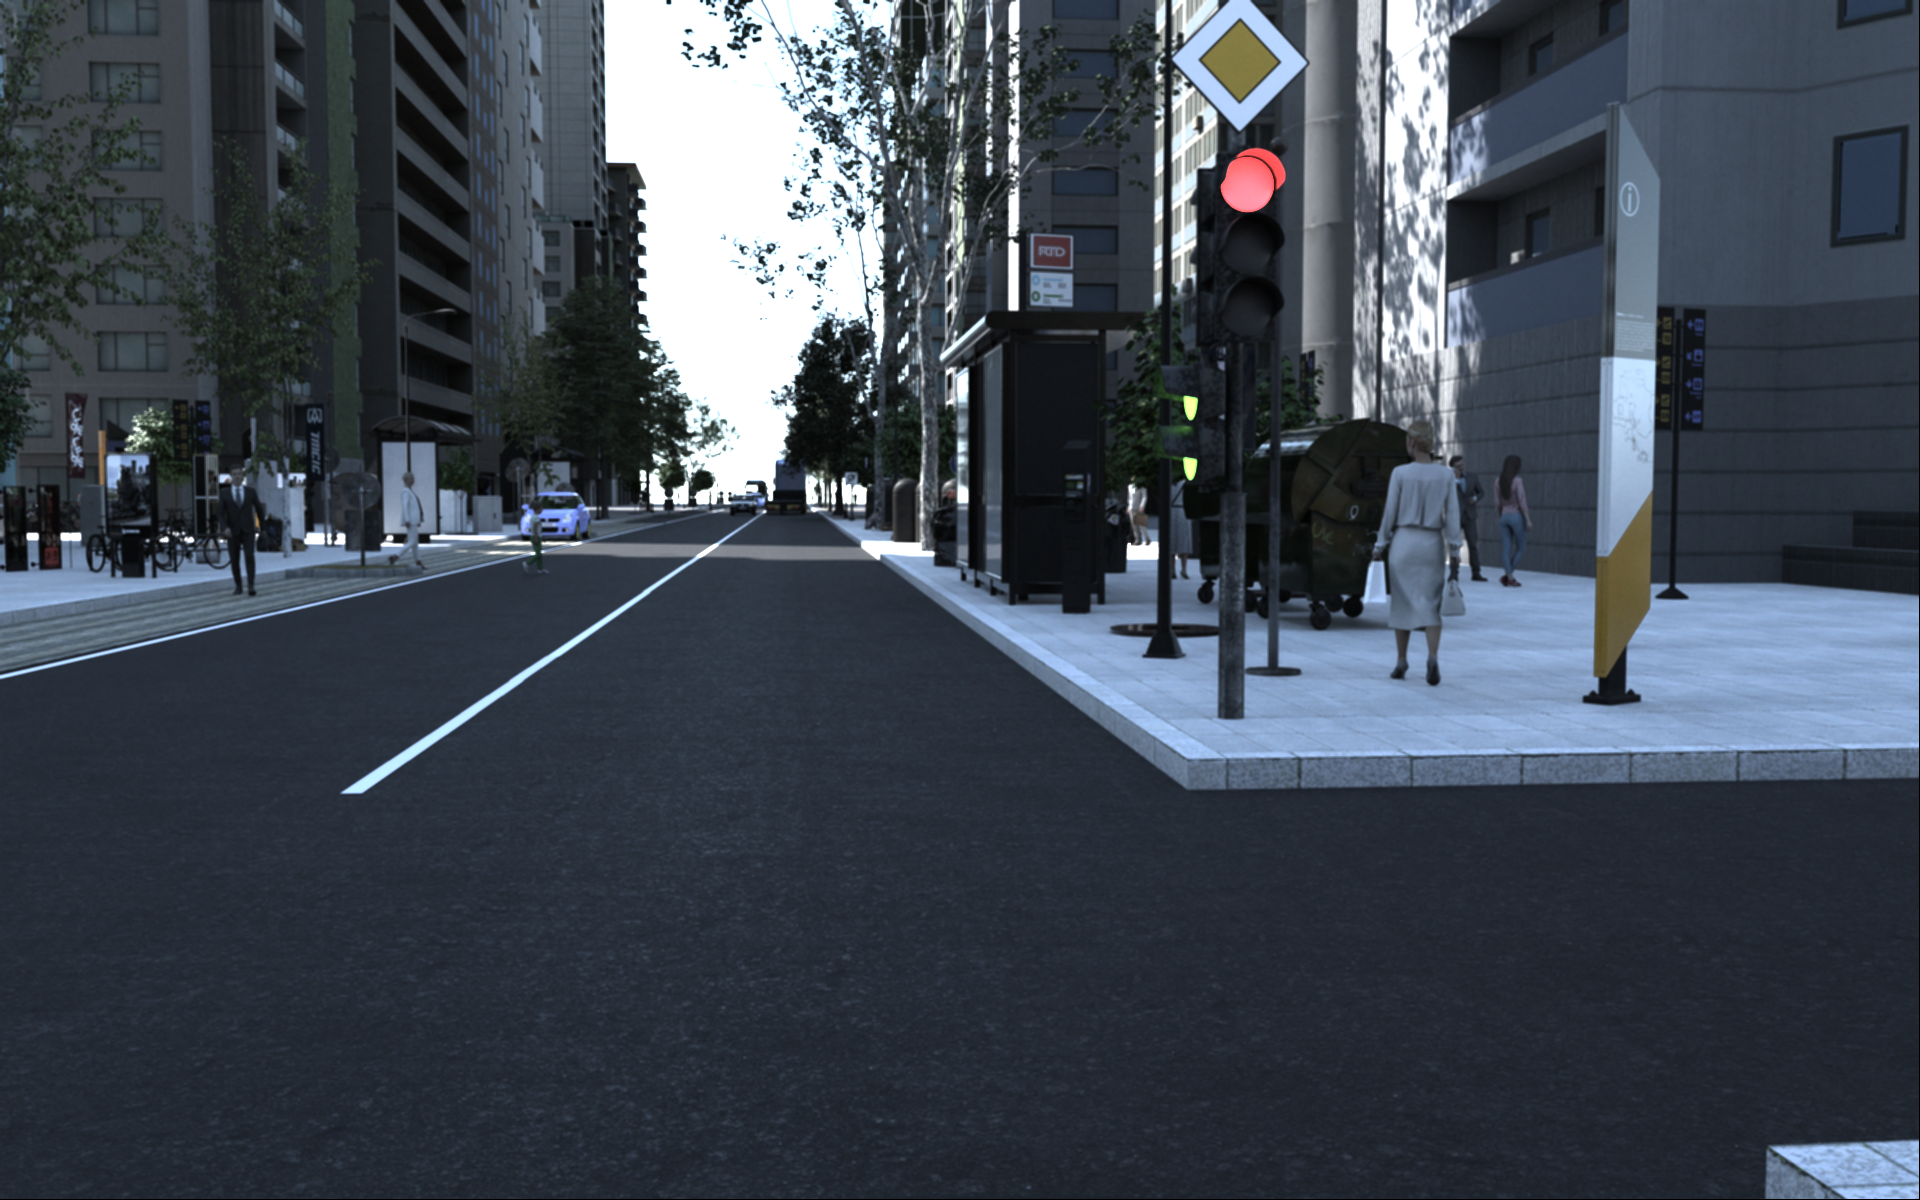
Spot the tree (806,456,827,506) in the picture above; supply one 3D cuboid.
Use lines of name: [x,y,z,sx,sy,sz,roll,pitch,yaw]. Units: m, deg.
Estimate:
tree: [-16.065,-14.858,193.283,4.737,8.622,4.395,0,3,0]

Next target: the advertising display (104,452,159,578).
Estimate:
advertising display: [-12.709,-1.307,26.577,0.974,1.923,0.123,1,4,22]

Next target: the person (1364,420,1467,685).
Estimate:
person: [3.085,-0.328,11.756,0.694,1.780,0.624,1,4,18]

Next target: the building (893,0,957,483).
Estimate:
building: [-0.320,-48.562,232.234,20.563,71.187,20.611,0,4,-6]

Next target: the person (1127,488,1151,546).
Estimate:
person: [4.361,-2.233,42.671,0.709,1.813,0.853,3,5,41]

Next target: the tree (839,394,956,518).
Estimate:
tree: [-1.147,-4.286,53.787,4.285,4.588,4.351,0,3,0]

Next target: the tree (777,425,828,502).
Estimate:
tree: [-18.195,-19.017,221.290,12.009,13.543,11.850,0,3,0]

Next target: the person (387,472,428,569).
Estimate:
person: [-10.372,-1.474,32.476,0.818,1.842,0.514,-2,4,-35]

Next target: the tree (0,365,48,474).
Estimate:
tree: [-19.721,-3.072,33.943,4.285,4.588,4.351,0,3,0]

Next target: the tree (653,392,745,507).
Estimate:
tree: [-26.949,-15.116,172.905,9.928,11.665,9.643,0,3,0]

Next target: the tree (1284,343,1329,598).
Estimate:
tree: [3.931,-1.664,21.811,1.663,3.219,1.824,0,3,0]

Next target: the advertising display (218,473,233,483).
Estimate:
advertising display: [-22.119,-2.888,52.433,0.123,1.923,0.974,1,4,20]

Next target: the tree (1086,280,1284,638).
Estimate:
tree: [1.892,-1.294,15.755,1.663,3.219,1.824,0,3,0]

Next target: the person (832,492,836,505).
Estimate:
person: [-14.378,-11.966,201.787,1.348,1.812,0.705,2,4,27]

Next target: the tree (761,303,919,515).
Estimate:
tree: [-7.216,-11.454,104.280,9.611,12.733,9.660,0,3,0]

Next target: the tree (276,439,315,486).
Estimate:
tree: [-23.405,-4.052,60.857,1.663,3.219,1.824,0,3,0]

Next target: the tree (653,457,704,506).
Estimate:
tree: [-24.599,-10.001,147.223,4.285,4.588,4.351,0,3,0]

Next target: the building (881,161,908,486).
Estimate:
building: [-2.806,-32.533,215.508,14.154,41.232,14.086,0,4,-6]

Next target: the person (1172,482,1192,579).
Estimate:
person: [3.362,-1.198,26.200,0.480,1.755,0.524,2,4,29]

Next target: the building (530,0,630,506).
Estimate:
building: [-48.668,-46.393,196.780,20.563,71.187,20.611,0,4,-6]

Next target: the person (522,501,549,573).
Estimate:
person: [-7.647,-1.125,31.138,0.306,1.304,0.590,3,5,40]

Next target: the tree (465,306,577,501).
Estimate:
tree: [-16.696,-7.137,67.055,4.737,8.622,4.395,0,3,0]

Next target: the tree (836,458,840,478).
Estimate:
tree: [-5.096,-6.770,94.401,4.285,4.588,4.351,0,3,0]

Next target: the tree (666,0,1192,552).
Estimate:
tree: [-0.879,-11.057,36.670,12.611,20.169,13.585,0,3,0]

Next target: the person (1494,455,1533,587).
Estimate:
person: [7.645,-1.092,23.900,0.388,1.821,0.555,-3,5,-44]

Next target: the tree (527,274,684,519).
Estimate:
tree: [-18.987,-10.520,90.124,7.486,12.596,7.792,0,3,0]

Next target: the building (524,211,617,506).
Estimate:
building: [-43.848,-25.023,180.833,14.160,30.474,14.107,0,4,-6]

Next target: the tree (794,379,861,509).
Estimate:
tree: [-10.996,-13.904,145.454,7.486,12.596,7.792,0,3,0]

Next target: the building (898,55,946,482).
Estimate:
building: [4.688,-35.096,193.434,23.786,49.044,30.456,0,4,-6]

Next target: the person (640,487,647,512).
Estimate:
person: [-22.826,-7.252,125.056,0.683,1.767,0.568,1,4,22]

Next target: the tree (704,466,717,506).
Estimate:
tree: [-28.921,-12.890,194.467,4.285,4.588,4.351,0,3,0]

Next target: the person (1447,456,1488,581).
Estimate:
person: [7.444,-1.202,25.507,0.655,1.846,0.447,0,4,5]

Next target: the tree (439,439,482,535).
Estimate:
tree: [-15.685,-3.677,54.728,1.663,3.219,1.824,0,3,0]

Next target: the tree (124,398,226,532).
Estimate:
tree: [-26.804,-4.608,59.062,4.285,4.588,4.351,0,3,0]

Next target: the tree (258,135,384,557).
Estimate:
tree: [-13.864,-5.164,34.798,4.737,8.622,4.395,0,3,0]

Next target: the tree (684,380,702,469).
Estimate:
tree: [-22.835,-12.837,128.005,7.486,12.596,7.792,0,3,0]

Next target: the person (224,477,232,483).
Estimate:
person: [-21.309,-2.680,50.340,0.782,1.767,0.515,-2,4,-25]

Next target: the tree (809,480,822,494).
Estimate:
tree: [-17.464,-13.393,213.578,1.663,3.219,1.824,0,3,0]

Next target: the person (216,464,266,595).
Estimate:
person: [-10.126,-0.987,24.422,0.659,1.850,0.755,-2,4,-24]

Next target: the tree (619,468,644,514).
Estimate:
tree: [-21.088,-7.214,112.558,1.663,3.219,1.824,0,3,0]

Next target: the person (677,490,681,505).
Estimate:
person: [-31.664,-11.558,194.956,0.705,1.831,1.348,0,4,2]

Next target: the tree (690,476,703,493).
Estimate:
tree: [-27.887,-11.446,181.746,1.663,3.219,1.824,0,3,0]

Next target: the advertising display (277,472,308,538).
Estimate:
advertising display: [-19.309,-2.739,49.994,0.123,1.923,0.974,3,5,42]

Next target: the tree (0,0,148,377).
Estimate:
tree: [-12.454,-4.386,22.074,4.737,8.622,4.395,0,3,0]

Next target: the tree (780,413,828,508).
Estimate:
tree: [-11.956,-13.488,154.933,8.767,10.594,7.601,-2,4,-24]
